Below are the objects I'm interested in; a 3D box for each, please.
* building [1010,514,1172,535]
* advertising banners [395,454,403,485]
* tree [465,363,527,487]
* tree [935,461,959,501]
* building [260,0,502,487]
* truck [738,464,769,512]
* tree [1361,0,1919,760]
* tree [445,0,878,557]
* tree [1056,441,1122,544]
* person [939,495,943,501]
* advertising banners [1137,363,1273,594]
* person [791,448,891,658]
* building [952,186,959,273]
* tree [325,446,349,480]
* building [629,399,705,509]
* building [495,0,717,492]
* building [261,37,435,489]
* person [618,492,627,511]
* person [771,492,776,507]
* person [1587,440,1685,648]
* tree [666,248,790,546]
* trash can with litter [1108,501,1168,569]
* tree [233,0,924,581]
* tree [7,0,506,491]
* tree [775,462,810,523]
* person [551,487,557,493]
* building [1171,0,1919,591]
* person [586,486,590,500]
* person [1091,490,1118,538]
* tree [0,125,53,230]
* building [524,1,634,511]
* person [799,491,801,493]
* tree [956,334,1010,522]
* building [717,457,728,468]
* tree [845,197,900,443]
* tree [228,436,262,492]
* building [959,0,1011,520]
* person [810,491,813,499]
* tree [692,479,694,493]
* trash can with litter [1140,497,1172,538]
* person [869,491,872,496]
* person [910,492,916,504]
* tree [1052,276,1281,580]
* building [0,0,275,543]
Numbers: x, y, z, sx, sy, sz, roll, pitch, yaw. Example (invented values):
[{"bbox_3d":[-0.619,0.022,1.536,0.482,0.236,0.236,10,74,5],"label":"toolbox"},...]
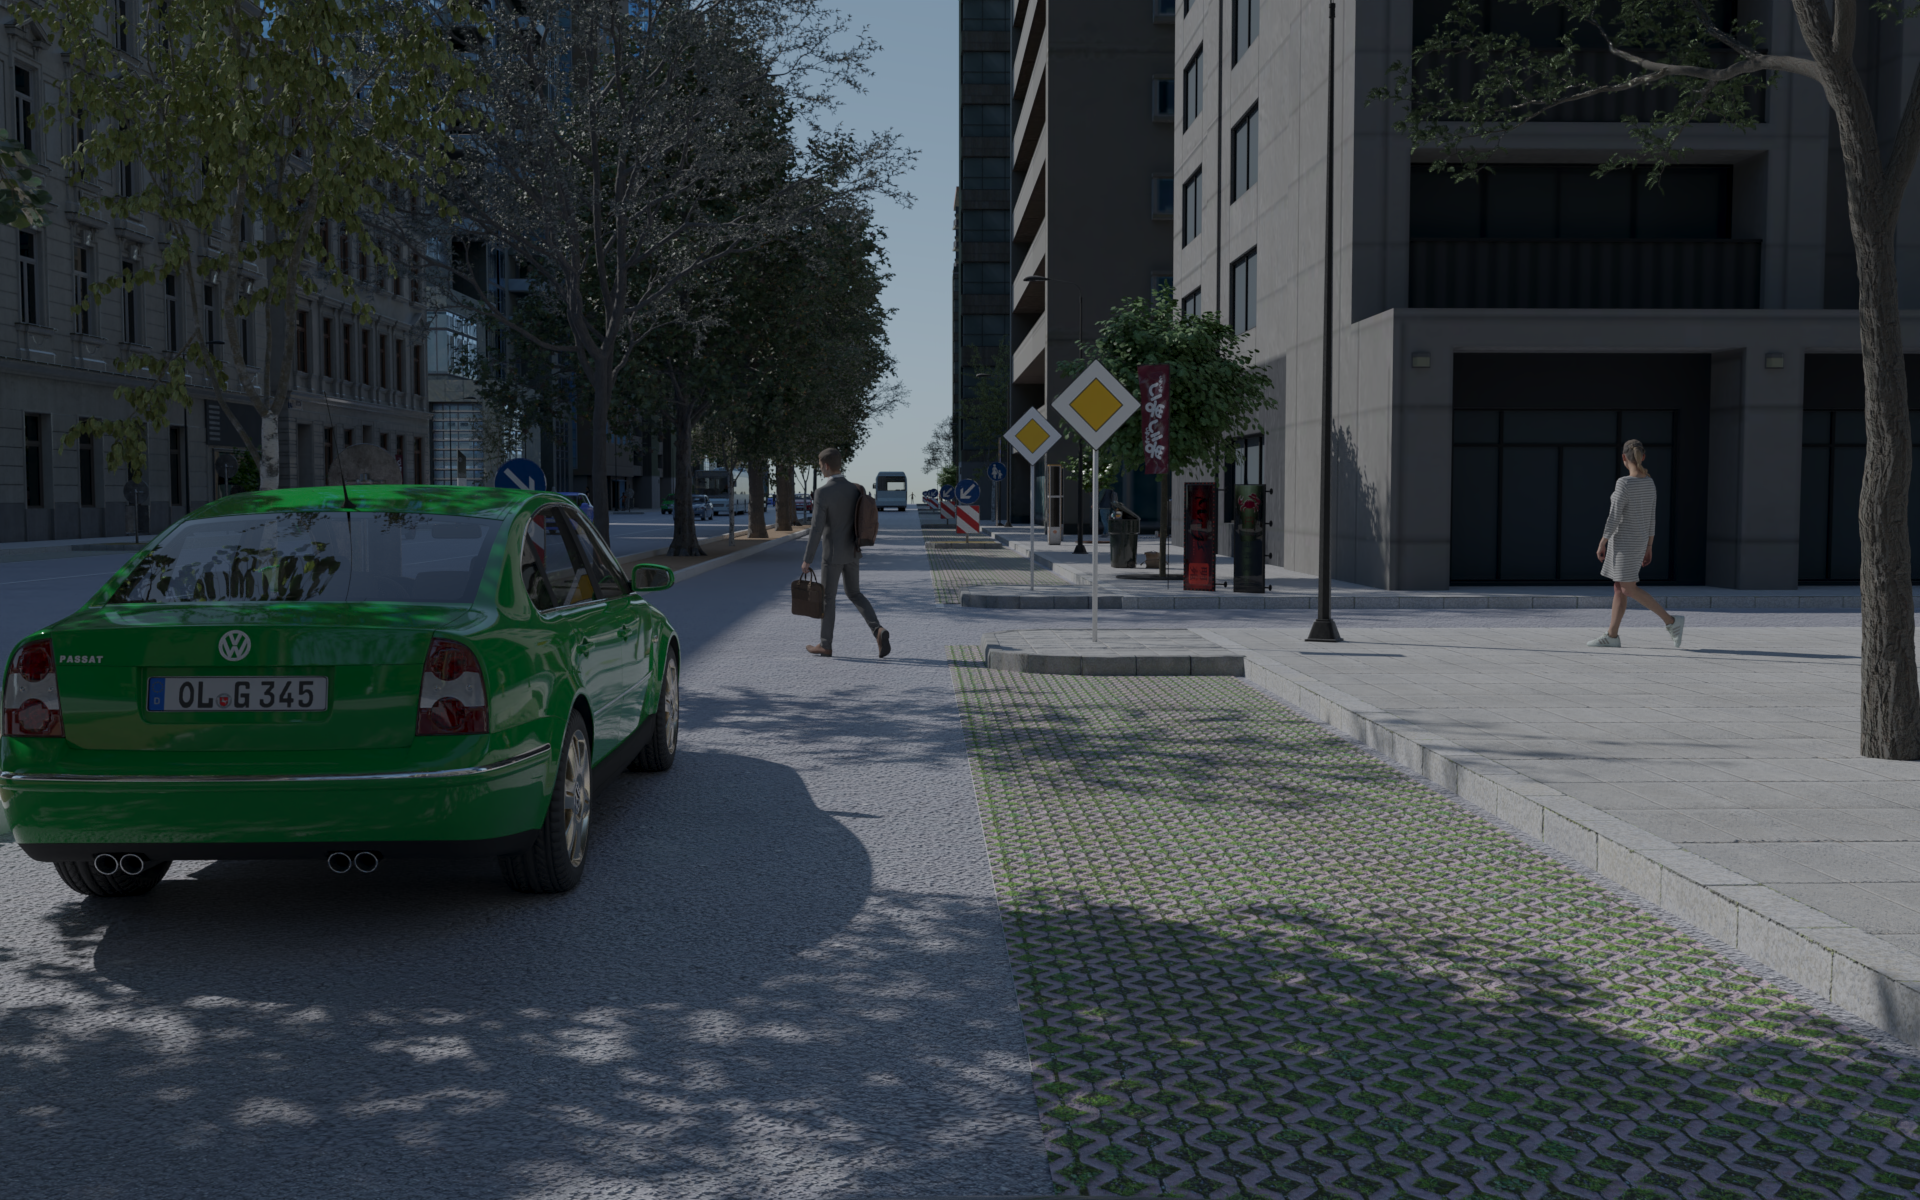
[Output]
[{"bbox_3d":[13.090,-26.912,63.711,21.300,48.544,21.600,0,4,-2],"label":"building"},{"bbox_3d":[-24.460,-4.952,77.154,0.090,3.025,2.074,1,4,21],"label":"advertising banners"},{"bbox_3d":[-25.242,-8.858,95.191,4.360,8.622,3.978,0,3,0],"label":"tree"},{"bbox_3d":[-0.755,-11.351,169.295,4.285,4.588,4.351,0,3,0],"label":"tree"},{"bbox_3d":[-37.554,-48.814,110.772,22.319,86.520,31.000,0,4,-2],"label":"building"},{"bbox_3d":[-16.479,-8.950,135.252,2.839,4.237,11.283,0,4,-3],"label":"truck"},{"bbox_3d":[4.713,-4.528,8.453,8.767,10.594,7.601,2,4,23],"label":"tree"},{"bbox_3d":[-6.339,-7.337,39.431,9.611,12.733,9.660,0,3,0],"label":"tree"},{"bbox_3d":[3.576,-3.078,44.931,1.663,3.219,1.824,0,3,0],"label":"tree"},{"bbox_3d":[-2.620,-14.475,243.255,0.434,1.755,0.990,-3,5,-39],"label":"person"},{"bbox_3d":[3.190,-1.628,22.813,2.074,3.025,0.090,3,5,40],"label":"advertising banners"},{"bbox_3d":[-1.039,-0.408,15.130,0.822,1.834,0.622,3,4,37],"label":"person"},{"bbox_3d":[10.123,-35.914,241.819,22.147,44.769,28.867,0,4,-2],"label":"building"},{"bbox_3d":[-24.555,-4.569,69.312,1.663,3.219,1.824,0,3,0],"label":"tree"},{"bbox_3d":[-35.731,-25.499,188.602,14.160,30.474,14.107,0,4,-2],"label":"building"},{"bbox_3d":[-40.700,-54.838,209.280,22.319,86.520,31.000,0,4,-2],"label":"building"},{"bbox_3d":[-31.571,-14.733,77.042,11.583,22.565,21.152,0,4,-2],"label":"building"},{"bbox_3d":[-25.605,-7.487,131.713,1.065,1.426,0.557,2,4,34],"label":"person"},{"bbox_3d":[-20.850,-11.308,194.188,0.445,1.727,0.742,2,4,27],"label":"person"},{"bbox_3d":[5.622,-0.464,14.375,0.760,1.731,0.466,2,4,24],"label":"person"},{"bbox_3d":[-6.201,-5.744,46.739,4.360,8.622,3.978,0,3,0],"label":"tree"},{"bbox_3d":[3.088,-1.142,30.058,1.055,1.170,0.624,1,4,10],"label":"trash can with litter"},{"bbox_3d":[-5.802,-7.021,27.629,12.009,13.543,11.850,0,3,0],"label":"tree"},{"bbox_3d":[-5.318,-3.694,13.222,4.737,8.622,4.395,0,3,0],"label":"tree"},{"bbox_3d":[-7.559,-8.020,83.949,4.737,8.622,4.395,0,3,0],"label":"tree"},{"bbox_3d":[-25.091,-6.139,107.146,1.217,1.736,0.721,1,4,10],"label":"person"},{"bbox_3d":[15.731,-36.270,31.274,20.611,71.187,20.563,0,4,-2],"label":"building"},{"bbox_3d":[-26.020,-7.018,120.808,0.705,1.822,1.348,-1,4,-18],"label":"person"},{"bbox_3d":[4.240,-2.698,50.510,0.721,1.781,0.623,2,4,30],"label":"person"},{"bbox_3d":[-5.005,-5.820,4.272,9.857,13.997,8.962,0,3,0],"label":"tree"},{"bbox_3d":[-33.697,-29.638,134.697,14.600,45.320,14.200,0,4,-2],"label":"building"},{"bbox_3d":[-23.018,-14.696,248.793,1.348,1.822,0.705,-3,4,-39],"label":"person"},{"bbox_3d":[1.627,-7.968,80.635,4.737,8.622,4.395,0,3,0],"label":"tree"},{"bbox_3d":[-41.007,-35.836,240.539,22.147,44.769,28.867,0,4,-2],"label":"building"},{"bbox_3d":[-6.540,-8.957,55.560,9.857,13.997,8.962,0,3,0],"label":"tree"},{"bbox_3d":[-23.751,-3.893,58.257,1.663,3.219,1.824,0,3,0],"label":"tree"},{"bbox_3d":[6.898,-19.533,91.069,14.160,30.474,14.107,0,4,-2],"label":"building"},{"bbox_3d":[-17.576,-12.008,204.792,1.348,1.831,0.705,3,4,38],"label":"person"},{"bbox_3d":[-27.180,-10.925,173.220,1.663,3.219,1.824,0,3,0],"label":"tree"},{"bbox_3d":[6.515,-2.412,50.498,2.233,1.210,1.678,3,5,39],"label":"trash can with litter"},{"bbox_3d":[-10.684,-11.974,204.948,0.621,1.740,0.551,-1,4,-11],"label":"person"},{"bbox_3d":[-7.111,-15.188,257.543,1.217,1.735,0.721,1,4,21],"label":"person"},{"bbox_3d":[3.136,-2.601,26.245,4.285,4.588,4.351,0,3,0],"label":"tree"},{"bbox_3d":[-32.925,-16.378,44.192,17.030,29.872,44.131,0,4,-2],"label":"building"}]
